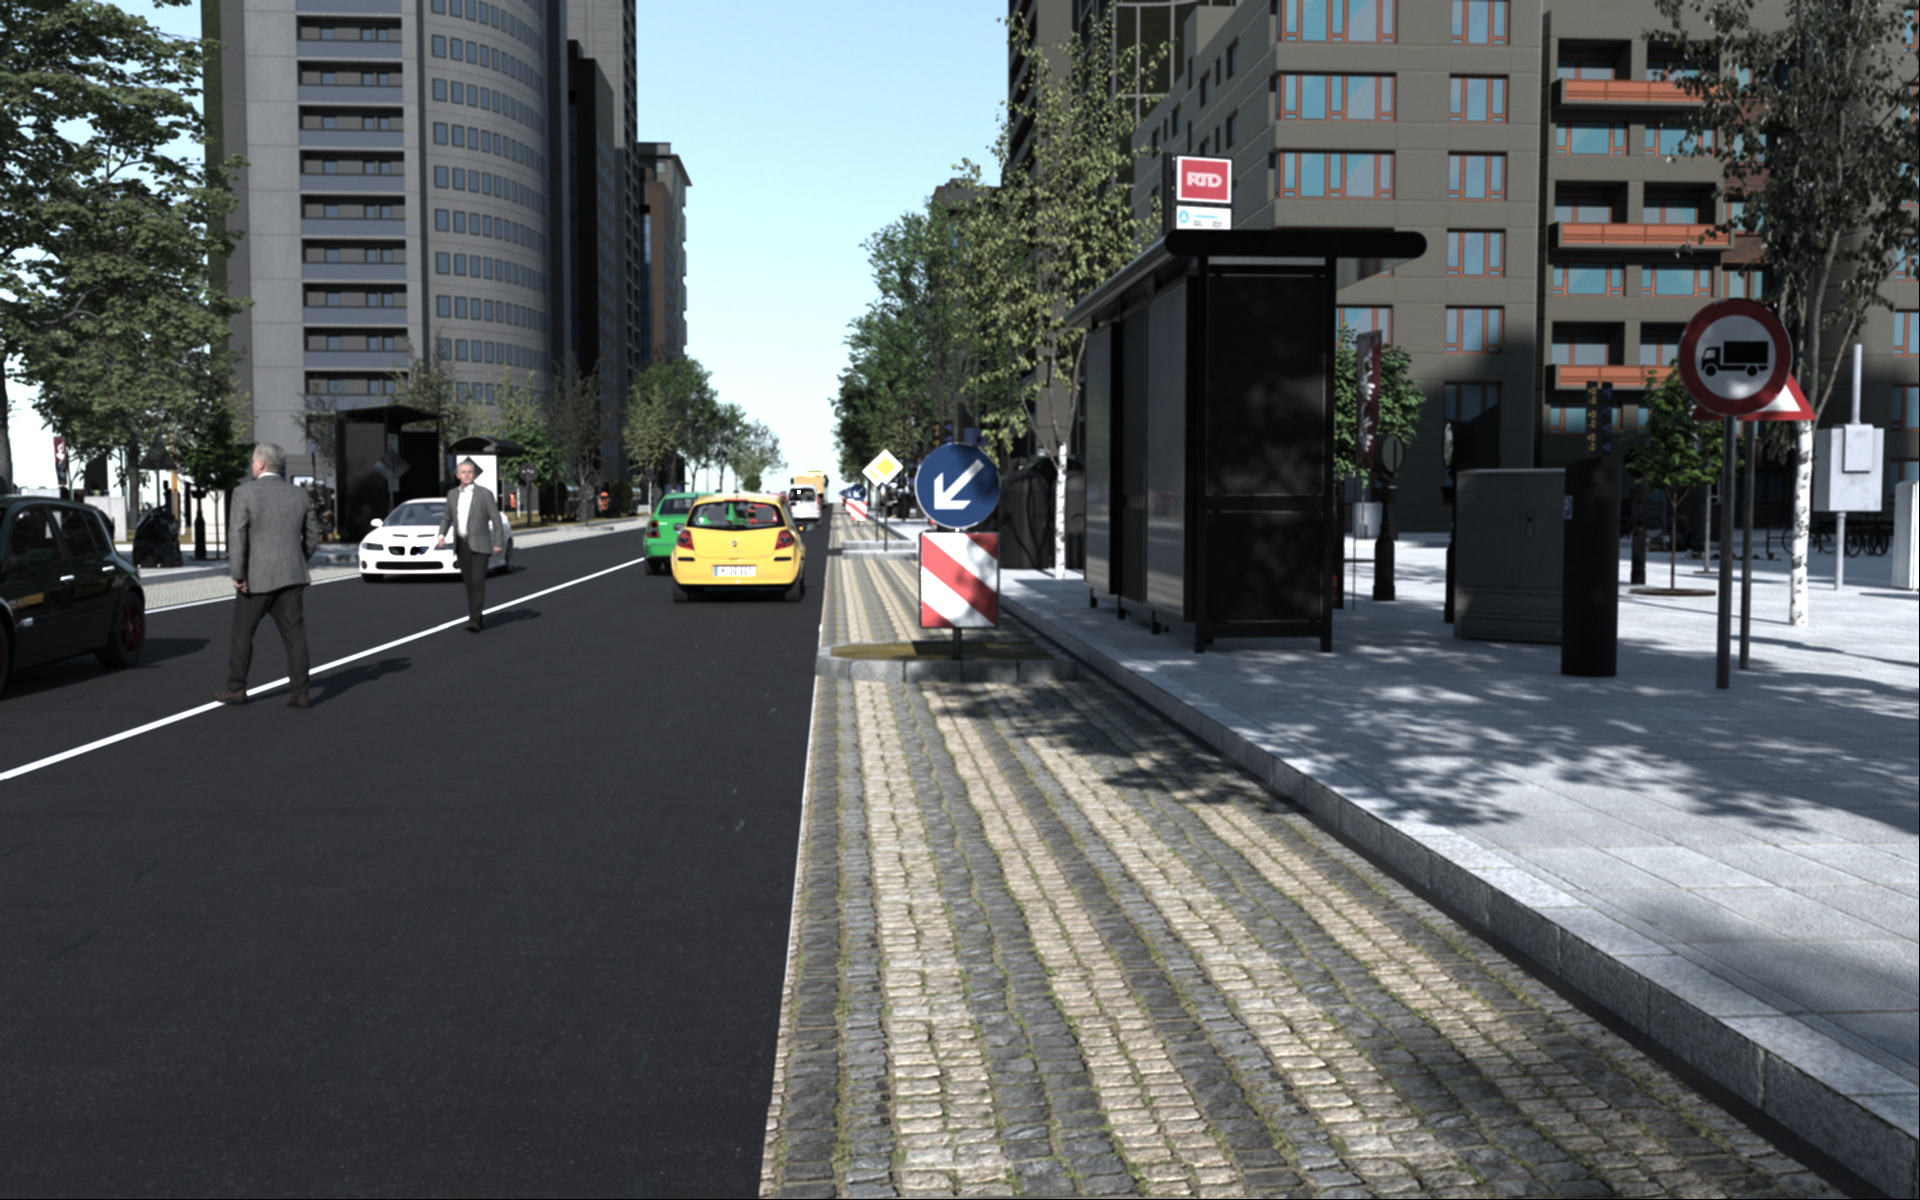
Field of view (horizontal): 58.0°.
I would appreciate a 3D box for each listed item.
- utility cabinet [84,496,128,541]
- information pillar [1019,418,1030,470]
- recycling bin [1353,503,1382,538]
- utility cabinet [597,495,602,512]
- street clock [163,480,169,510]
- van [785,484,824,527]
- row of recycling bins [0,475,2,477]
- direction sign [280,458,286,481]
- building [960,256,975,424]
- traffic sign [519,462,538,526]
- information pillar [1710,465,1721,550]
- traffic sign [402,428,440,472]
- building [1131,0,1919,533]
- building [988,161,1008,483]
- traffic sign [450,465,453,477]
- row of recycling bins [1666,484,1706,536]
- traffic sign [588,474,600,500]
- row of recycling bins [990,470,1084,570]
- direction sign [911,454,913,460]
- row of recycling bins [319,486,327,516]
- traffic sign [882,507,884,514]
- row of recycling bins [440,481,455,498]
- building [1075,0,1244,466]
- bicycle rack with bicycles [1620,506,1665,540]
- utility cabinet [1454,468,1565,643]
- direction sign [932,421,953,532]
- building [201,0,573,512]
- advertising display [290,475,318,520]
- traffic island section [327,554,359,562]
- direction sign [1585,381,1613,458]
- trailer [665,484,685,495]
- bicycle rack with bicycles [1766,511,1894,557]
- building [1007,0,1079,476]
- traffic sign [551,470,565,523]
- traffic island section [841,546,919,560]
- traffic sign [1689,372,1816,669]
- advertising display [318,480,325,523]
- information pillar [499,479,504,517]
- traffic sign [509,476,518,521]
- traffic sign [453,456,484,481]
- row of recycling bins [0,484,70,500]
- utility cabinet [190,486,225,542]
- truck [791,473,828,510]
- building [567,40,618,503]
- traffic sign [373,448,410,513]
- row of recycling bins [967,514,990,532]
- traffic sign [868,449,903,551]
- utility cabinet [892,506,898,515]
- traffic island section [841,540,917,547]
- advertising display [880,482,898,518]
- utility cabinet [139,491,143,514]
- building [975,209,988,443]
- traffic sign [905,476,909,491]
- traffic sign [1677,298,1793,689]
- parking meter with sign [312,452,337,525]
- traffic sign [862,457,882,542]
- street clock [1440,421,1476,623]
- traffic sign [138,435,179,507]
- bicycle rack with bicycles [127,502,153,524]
[{"bbox_3d":[-23.214,-2.196,47.073,1.020,1.237,0.306,-1,4,-20],"label":"utility cabinet"},{"bbox_3d":[1.898,-3.651,51.052,0.183,3.616,0.504,-2,4,-29],"label":"information pillar"},{"bbox_3d":[12.006,-2.345,50.895,0.722,1.027,0.722,0,4,-5],"label":"recycling bin"},{"bbox_3d":[-19.723,-5.110,94.708,0.306,1.237,1.020,-1,4,-12],"label":"utility cabinet"},{"bbox_3d":[-41.378,-5.242,90.277,0.358,2.002,0.471,-2,4,-29],"label":"street clock"},{"bbox_3d":[-7.033,-4.286,77.096,2.013,2.044,4.112,0,4,-5],"label":"van"},{"bbox_3d":[-14.584,-1.023,23.842,3.534,1.692,1.069,1,4,18],"label":"row of recycling bins"},{"bbox_3d":[-39.805,-6.691,101.397,0.379,3.537,0.876,2,4,26],"label":"direction sign"},{"bbox_3d":[7.875,-25.023,180.833,14.160,30.474,14.107,0,4,-4],"label":"building"},{"bbox_3d":[-17.165,-4.204,68.846,0.768,2.556,0.104,0,4,5],"label":"traffic sign"},{"bbox_3d":[17.444,-2.165,39.887,0.304,2.012,0.304,-2,4,-27],"label":"information pillar"},{"bbox_3d":[-17.206,-3.651,53.564,2.265,3.308,0.079,0,4,4],"label":"traffic sign"},{"bbox_3d":[23.666,-13.831,71.170,28.899,21.520,27.650,0,4,-4],"label":"building"},{"bbox_3d":[10.363,-23.294,152.565,14.160,30.474,14.107,0,4,-4],"label":"building"},{"bbox_3d":[-19.539,-4.132,67.661,0.768,2.556,0.104,0,4,4],"label":"traffic sign"},{"bbox_3d":[22.966,-2.919,54.833,1.069,1.692,3.534,1,4,12],"label":"row of recycling bins"},{"bbox_3d":[-23.197,-6.716,109.910,0.768,2.556,0.104,0,4,0],"label":"traffic sign"},{"bbox_3d":[2.407,-1.405,30.083,3.534,1.692,1.069,-1,4,-18],"label":"row of recycling bins"},{"bbox_3d":[-2.521,-6.512,98.469,0.379,3.537,0.876,-3,4,-36],"label":"direction sign"},{"bbox_3d":[-31.599,-4.850,86.405,1.069,1.692,3.534,0,4,2],"label":"row of recycling bins"},{"bbox_3d":[-4.880,-6.704,109.721,0.768,2.556,0.104,0,4,4],"label":"traffic sign"},{"bbox_3d":[-16.798,-3.023,56.544,1.069,1.692,3.534,-1,4,-21],"label":"row of recycling bins"},{"bbox_3d":[16.895,-41.050,109.420,20.563,71.187,20.611,0,4,-4],"label":"building"},{"bbox_3d":[18.448,-2.228,49.816,2.925,0.926,2.852,3,4,37],"label":"bicycle rack with bicycles"},{"bbox_3d":[4.886,-0.384,14.963,1.173,1.500,0.318,3,5,42],"label":"utility cabinet"},{"bbox_3d":[-0.543,-3.772,53.667,0.876,3.537,0.379,3,5,43],"label":"direction sign"},{"bbox_3d":[-42.607,-36.095,132.158,21.231,58.520,28.212,0,4,-4],"label":"building"},{"bbox_3d":[-22.831,-3.363,60.196,0.123,1.923,0.974,2,4,27],"label":"advertising display"},{"bbox_3d":[-12.448,-0.958,37.950,2.009,0.180,2.903,0,4,-4],"label":"traffic island section"},{"bbox_3d":[12.881,-2.629,34.980,0.876,3.537,0.379,-3,4,-37],"label":"direction sign"},{"bbox_3d":[-16.824,-5.811,102.057,1.471,1.999,3.904,0,4,-5],"label":"trailer"},{"bbox_3d":[18.636,-1.417,36.558,2.925,0.926,2.852,-2,4,-28],"label":"bicycle rack with bicycles"},{"bbox_3d":[15.364,-31.238,134.450,21.300,48.544,21.600,0,4,-4],"label":"building"},{"bbox_3d":[-18.048,-4.731,77.459,0.768,2.556,0.104,0,4,1],"label":"traffic sign"},{"bbox_3d":[-1.635,-1.006,38.726,2.009,0.180,2.903,0,4,-4],"label":"traffic island section"},{"bbox_3d":[5.749,-0.772,12.626,0.884,2.594,0.081,0,4,5],"label":"traffic sign"},{"bbox_3d":[-29.068,-4.450,77.966,0.974,1.923,0.123,-2,4,-32],"label":"advertising display"},{"bbox_3d":[-21.750,-4.727,81.775,0.304,2.012,0.304,-2,4,-31],"label":"information pillar"},{"bbox_3d":[-21.399,-5.104,83.560,0.768,2.556,0.104,0,4,1],"label":"traffic sign"},{"bbox_3d":[-13.003,-2.582,45.854,0.795,2.450,0.064,0,4,-4],"label":"traffic sign"},{"bbox_3d":[-49.935,-5.280,93.443,3.534,1.692,1.069,-1,4,-19],"label":"row of recycling bins"},{"bbox_3d":[-19.562,-2.254,45.530,1.173,1.500,0.318,0,4,2],"label":"utility cabinet"},{"bbox_3d":[-13.669,-9.860,157.137,3.469,3.379,9.791,0,4,-5],"label":"truck"},{"bbox_3d":[-42.642,-32.112,175.146,14.600,45.320,14.200,0,4,-4],"label":"building"},{"bbox_3d":[-12.425,-2.095,37.890,0.795,2.450,0.064,0,4,-4],"label":"traffic sign"},{"bbox_3d":[1.568,-1.806,36.640,3.534,1.692,1.069,3,5,42],"label":"row of recycling bins"},{"bbox_3d":[-1.658,-2.141,38.647,0.795,2.450,0.064,0,4,-4],"label":"traffic sign"},{"bbox_3d":[-3.567,-5.726,104.786,1.020,1.237,0.306,0,4,3],"label":"utility cabinet"},{"bbox_3d":[-2.212,-1.493,46.690,2.009,0.180,2.903,0,4,-4],"label":"traffic island section"},{"bbox_3d":[-3.853,-5.432,94.030,0.974,1.923,0.123,0,4,-8],"label":"advertising display"},{"bbox_3d":[-51.966,-6.180,109.722,0.318,1.500,1.173,-1,4,-23],"label":"utility cabinet"},{"bbox_3d":[9.364,-24.154,166.611,14.160,30.474,14.107,0,4,-4],"label":"building"},{"bbox_3d":[-3.601,-7.450,121.906,0.768,2.556,0.104,0,4,-4],"label":"traffic sign"},{"bbox_3d":[5.031,-0.688,11.348,0.768,2.556,0.104,0,4,-3],"label":"traffic sign"},{"bbox_3d":[-26.189,-4.672,72.642,1.738,3.016,0.543,-1,4,-15],"label":"parking meter with sign"},{"bbox_3d":[-2.235,-2.628,46.611,0.795,2.450,0.064,0,4,-4],"label":"traffic sign"},{"bbox_3d":[4.950,-0.775,17.240,0.358,2.002,0.471,0,4,3],"label":"street clock"},{"bbox_3d":[-17.786,-2.350,38.429,0.884,2.594,0.081,0,4,-3],"label":"traffic sign"},{"bbox_3d":[-35.277,-3.700,73.883,2.852,0.926,2.925,0,4,6],"label":"bicycle rack with bicycles"}]
